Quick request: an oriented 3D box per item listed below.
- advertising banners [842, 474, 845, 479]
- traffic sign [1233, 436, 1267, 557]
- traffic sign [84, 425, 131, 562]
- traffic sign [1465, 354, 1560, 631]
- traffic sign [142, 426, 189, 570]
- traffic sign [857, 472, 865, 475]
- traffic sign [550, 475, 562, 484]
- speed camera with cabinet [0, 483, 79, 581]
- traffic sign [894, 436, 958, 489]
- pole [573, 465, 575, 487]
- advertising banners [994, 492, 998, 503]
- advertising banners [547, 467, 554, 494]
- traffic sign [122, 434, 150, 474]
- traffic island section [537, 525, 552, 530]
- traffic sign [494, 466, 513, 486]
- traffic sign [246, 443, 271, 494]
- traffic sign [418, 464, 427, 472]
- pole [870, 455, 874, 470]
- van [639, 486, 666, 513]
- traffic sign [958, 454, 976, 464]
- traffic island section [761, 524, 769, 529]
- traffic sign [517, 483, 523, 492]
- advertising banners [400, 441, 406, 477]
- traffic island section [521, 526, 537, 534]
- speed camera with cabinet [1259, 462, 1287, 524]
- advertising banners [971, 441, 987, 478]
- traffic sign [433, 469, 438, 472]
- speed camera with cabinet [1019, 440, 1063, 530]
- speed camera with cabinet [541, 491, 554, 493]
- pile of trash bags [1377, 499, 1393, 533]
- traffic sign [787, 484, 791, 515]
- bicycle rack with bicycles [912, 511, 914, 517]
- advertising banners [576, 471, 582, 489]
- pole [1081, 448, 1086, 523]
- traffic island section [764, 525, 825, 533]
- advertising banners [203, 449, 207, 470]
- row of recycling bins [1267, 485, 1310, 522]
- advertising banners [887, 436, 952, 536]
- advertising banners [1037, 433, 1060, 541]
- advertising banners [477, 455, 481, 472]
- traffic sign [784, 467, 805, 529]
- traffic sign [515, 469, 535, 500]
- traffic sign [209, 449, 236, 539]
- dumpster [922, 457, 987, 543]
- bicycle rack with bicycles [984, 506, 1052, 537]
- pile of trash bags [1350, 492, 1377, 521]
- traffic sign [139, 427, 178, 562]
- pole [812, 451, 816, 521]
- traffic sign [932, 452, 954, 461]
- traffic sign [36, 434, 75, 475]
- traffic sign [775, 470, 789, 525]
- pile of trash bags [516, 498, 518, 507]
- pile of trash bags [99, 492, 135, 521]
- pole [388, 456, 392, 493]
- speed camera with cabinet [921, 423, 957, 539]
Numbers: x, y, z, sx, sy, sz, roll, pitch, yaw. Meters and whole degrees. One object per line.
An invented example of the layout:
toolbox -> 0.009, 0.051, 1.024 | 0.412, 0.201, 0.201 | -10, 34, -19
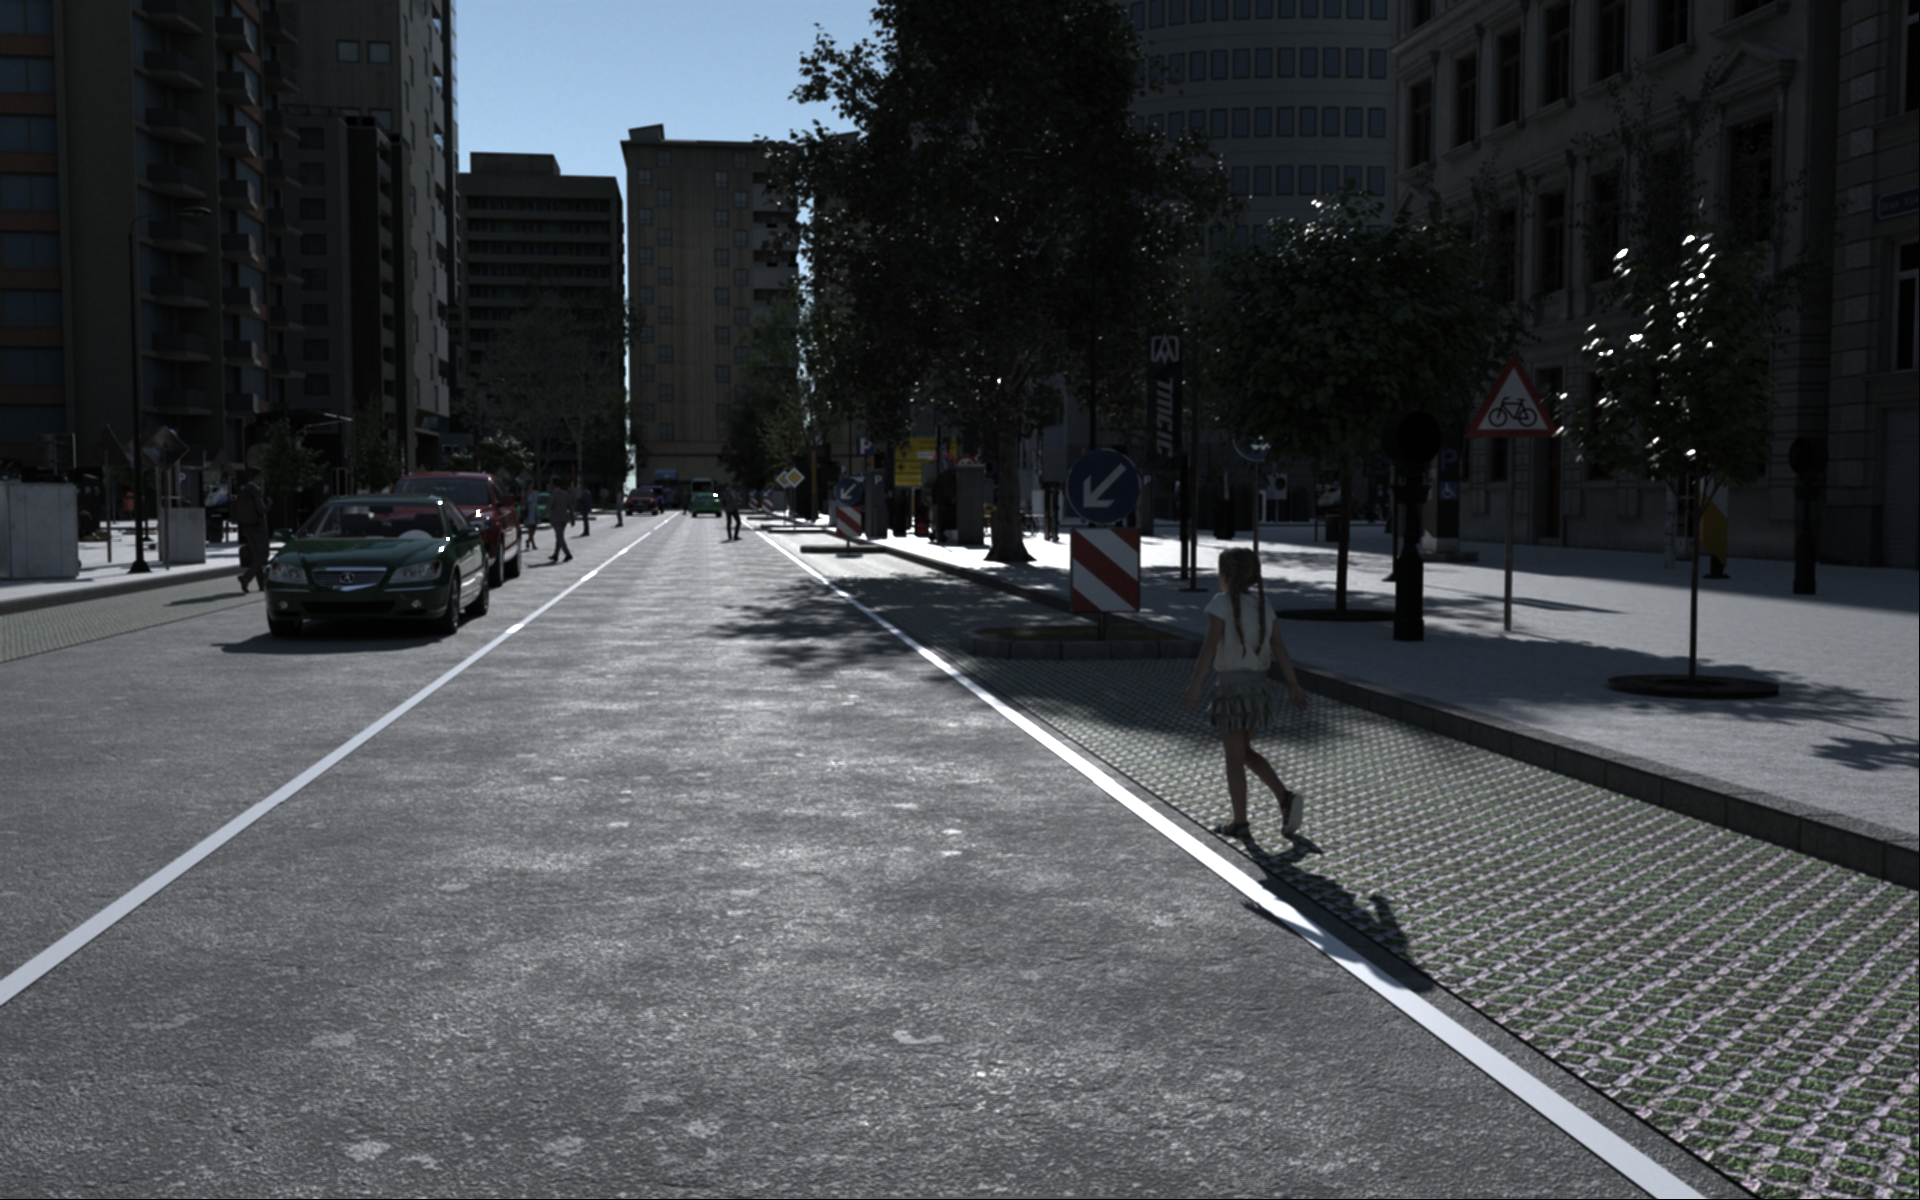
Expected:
advertising banners -> -7.524, -6.828, 107.827 | 0.090, 3.025, 2.074 | 1, 4, 22
traffic sign -> 4.564, -1.624, 26.658 | 0.768, 2.556, 0.104 | 0, 4, 0
traffic sign -> -15.957, -1.983, 32.428 | 0.884, 2.594, 0.081 | 0, 4, 0
traffic sign -> 5.150, -0.992, 16.218 | 0.884, 2.594, 0.081 | 0, 4, -1
traffic sign -> -13.399, -1.715, 29.224 | 0.795, 2.450, 0.064 | 0, 4, 1
traffic sign -> -5.598, -6.084, 99.581 | 0.768, 2.556, 0.104 | 0, 4, -5
traffic sign -> -26.825, -7.027, 114.991 | 0.768, 2.556, 0.104 | 0, 4, -4
speed camera with cabinet -> -14.272, -1.915, 25.652 | 0.660, 3.252, 2.038 | 3, 5, 45
traffic sign -> -1.190, -4.087, 60.702 | 2.265, 3.308, 0.079 | 0, 4, -2
pole -> -26.916, -7.749, 120.541 | 0.158, 3.312, 0.155 | 0, 3, 0
advertising banners -> 1.541, -5.507, 86.223 | 0.090, 3.025, 2.074 | 2, 4, 26
advertising banners -> -26.103, -6.988, 110.443 | 0.090, 3.025, 2.074 | 0, 4, -1
traffic sign -> -15.635, -1.948, 33.029 | 0.795, 2.450, 0.064 | 0, 4, -7
traffic island section -> -17.681, -2.943, 70.396 | 2.009, 0.180, 2.903 | -1, 4, -8
traffic sign -> -16.493, -3.596, 62.438 | 0.795, 2.450, 0.064 | -1, 4, -8
traffic sign -> -17.389, -2.634, 43.172 | 0.768, 2.556, 0.104 | 0, 4, -7
traffic sign -> -22.911, -4.516, 73.846 | 0.884, 2.594, 0.081 | 0, 4, -3
pole -> -3.157, -4.184, 62.260 | 0.158, 3.312, 0.155 | 0, 3, 0
van -> -23.161, -7.676, 129.883 | 2.240, 2.365, 5.245 | -1, 4, -10
traffic sign -> 0.191, -3.403, 55.744 | 0.768, 2.556, 0.104 | 0, 4, -3
traffic island section -> -7.252, -3.036, 71.926 | 2.009, 0.180, 2.903 | -1, 4, -8
traffic sign -> -27.916, -6.752, 110.504 | 0.768, 2.556, 0.104 | 0, 4, 0
advertising banners -> -18.349, -3.776, 57.920 | 0.090, 3.025, 2.074 | 0, 4, 2
traffic island section -> -16.515, -2.460, 62.497 | 2.009, 0.180, 2.903 | -1, 4, -8
speed camera with cabinet -> 13.028, -4.893, 74.329 | 2.038, 3.252, 0.660 | -2, 4, -25
advertising banners -> -0.063, -3.775, 57.912 | 2.074, 3.025, 0.090 | 2, 4, 29
traffic sign -> -23.850, -4.749, 78.836 | 0.795, 2.450, 0.064 | 0, 4, -4
speed camera with cabinet -> 2.889, -4.336, 65.231 | 0.660, 3.252, 2.038 | -3, 4, -38
speed camera with cabinet -> -31.323, -8.437, 132.284 | 2.038, 3.252, 0.660 | 0, 4, 7
pile of trash bags -> 15.800, -2.881, 56.861 | 3.447, 1.369, 1.912 | -1, 4, -20
traffic sign -> -10.258, -6.272, 104.672 | 0.606, 2.300, 0.079 | 0, 4, -7
bicycle rack with bicycles -> -2.134, -5.033, 95.667 | 2.925, 0.926, 2.852 | 0, 4, 5
advertising banners -> -30.111, -8.433, 134.067 | 2.074, 3.025, 0.090 | 2, 4, 23
pole -> 5.438, -5.037, 76.202 | 0.158, 3.312, 0.155 | 0, 3, 0
traffic island section -> -6.085, -2.553, 64.026 | 2.009, 0.180, 2.903 | -1, 4, -8
advertising banners -> -30.125, -4.439, 68.773 | 0.090, 3.025, 2.074 | -2, 4, -35
row of recycling bins -> 14.381, -4.465, 80.108 | 3.534, 1.692, 1.069 | 1, 4, 11
advertising banners -> -1.203, -3.479, 53.071 | 2.074, 3.025, 0.090 | 2, 4, 23
advertising banners -> 2.416, -3.153, 47.745 | 0.090, 3.025, 2.074 | -1, 4, -13
advertising banners -> -21.112, -4.928, 76.768 | 0.090, 3.025, 2.074 | -2, 4, -29
traffic sign -> -6.108, -3.688, 63.945 | 0.795, 2.450, 0.064 | -1, 4, -8
traffic sign -> -17.659, -4.079, 70.338 | 0.795, 2.450, 0.064 | -1, 4, -8
traffic sign -> -21.274, -3.052, 49.898 | 0.884, 2.594, 0.081 | 0, 4, 0
dumpster -> -0.145, -2.680, 46.306 | 1.502, 2.255, 1.985 | -1, 4, -8
bicycle rack with bicycles -> 1.536, -2.395, 52.541 | 2.852, 0.926, 2.925 | -2, 4, -31
pile of trash bags -> 19.576, -4.625, 85.368 | 1.912, 1.369, 3.447 | 0, 4, -4
traffic sign -> -15.162, -2.001, 32.818 | 0.768, 2.556, 0.104 | 0, 4, -6
pole -> -6.874, -5.353, 81.368 | 0.158, 3.312, 0.155 | 0, 3, 0
traffic sign -> -0.489, -3.170, 51.929 | 0.768, 2.556, 0.104 | 0, 4, -6
traffic sign -> -15.295, -1.663, 29.320 | 0.606, 2.300, 0.079 | 0, 4, -4
traffic sign -> -7.274, -4.171, 71.845 | 0.795, 2.450, 0.064 | -1, 4, -8
pile of trash bags -> -37.322, -8.016, 140.811 | 1.912, 1.369, 3.447 | 2, 4, 30
pile of trash bags -> -40.754, -4.508, 83.457 | 3.447, 1.369, 1.912 | 3, 4, 37
pole -> -29.444, -5.853, 89.543 | 0.158, 3.312, 0.155 | 0, 3, 0
speed camera with cabinet -> -0.522, -3.332, 48.815 | 0.660, 3.252, 2.038 | 1, 4, 17
